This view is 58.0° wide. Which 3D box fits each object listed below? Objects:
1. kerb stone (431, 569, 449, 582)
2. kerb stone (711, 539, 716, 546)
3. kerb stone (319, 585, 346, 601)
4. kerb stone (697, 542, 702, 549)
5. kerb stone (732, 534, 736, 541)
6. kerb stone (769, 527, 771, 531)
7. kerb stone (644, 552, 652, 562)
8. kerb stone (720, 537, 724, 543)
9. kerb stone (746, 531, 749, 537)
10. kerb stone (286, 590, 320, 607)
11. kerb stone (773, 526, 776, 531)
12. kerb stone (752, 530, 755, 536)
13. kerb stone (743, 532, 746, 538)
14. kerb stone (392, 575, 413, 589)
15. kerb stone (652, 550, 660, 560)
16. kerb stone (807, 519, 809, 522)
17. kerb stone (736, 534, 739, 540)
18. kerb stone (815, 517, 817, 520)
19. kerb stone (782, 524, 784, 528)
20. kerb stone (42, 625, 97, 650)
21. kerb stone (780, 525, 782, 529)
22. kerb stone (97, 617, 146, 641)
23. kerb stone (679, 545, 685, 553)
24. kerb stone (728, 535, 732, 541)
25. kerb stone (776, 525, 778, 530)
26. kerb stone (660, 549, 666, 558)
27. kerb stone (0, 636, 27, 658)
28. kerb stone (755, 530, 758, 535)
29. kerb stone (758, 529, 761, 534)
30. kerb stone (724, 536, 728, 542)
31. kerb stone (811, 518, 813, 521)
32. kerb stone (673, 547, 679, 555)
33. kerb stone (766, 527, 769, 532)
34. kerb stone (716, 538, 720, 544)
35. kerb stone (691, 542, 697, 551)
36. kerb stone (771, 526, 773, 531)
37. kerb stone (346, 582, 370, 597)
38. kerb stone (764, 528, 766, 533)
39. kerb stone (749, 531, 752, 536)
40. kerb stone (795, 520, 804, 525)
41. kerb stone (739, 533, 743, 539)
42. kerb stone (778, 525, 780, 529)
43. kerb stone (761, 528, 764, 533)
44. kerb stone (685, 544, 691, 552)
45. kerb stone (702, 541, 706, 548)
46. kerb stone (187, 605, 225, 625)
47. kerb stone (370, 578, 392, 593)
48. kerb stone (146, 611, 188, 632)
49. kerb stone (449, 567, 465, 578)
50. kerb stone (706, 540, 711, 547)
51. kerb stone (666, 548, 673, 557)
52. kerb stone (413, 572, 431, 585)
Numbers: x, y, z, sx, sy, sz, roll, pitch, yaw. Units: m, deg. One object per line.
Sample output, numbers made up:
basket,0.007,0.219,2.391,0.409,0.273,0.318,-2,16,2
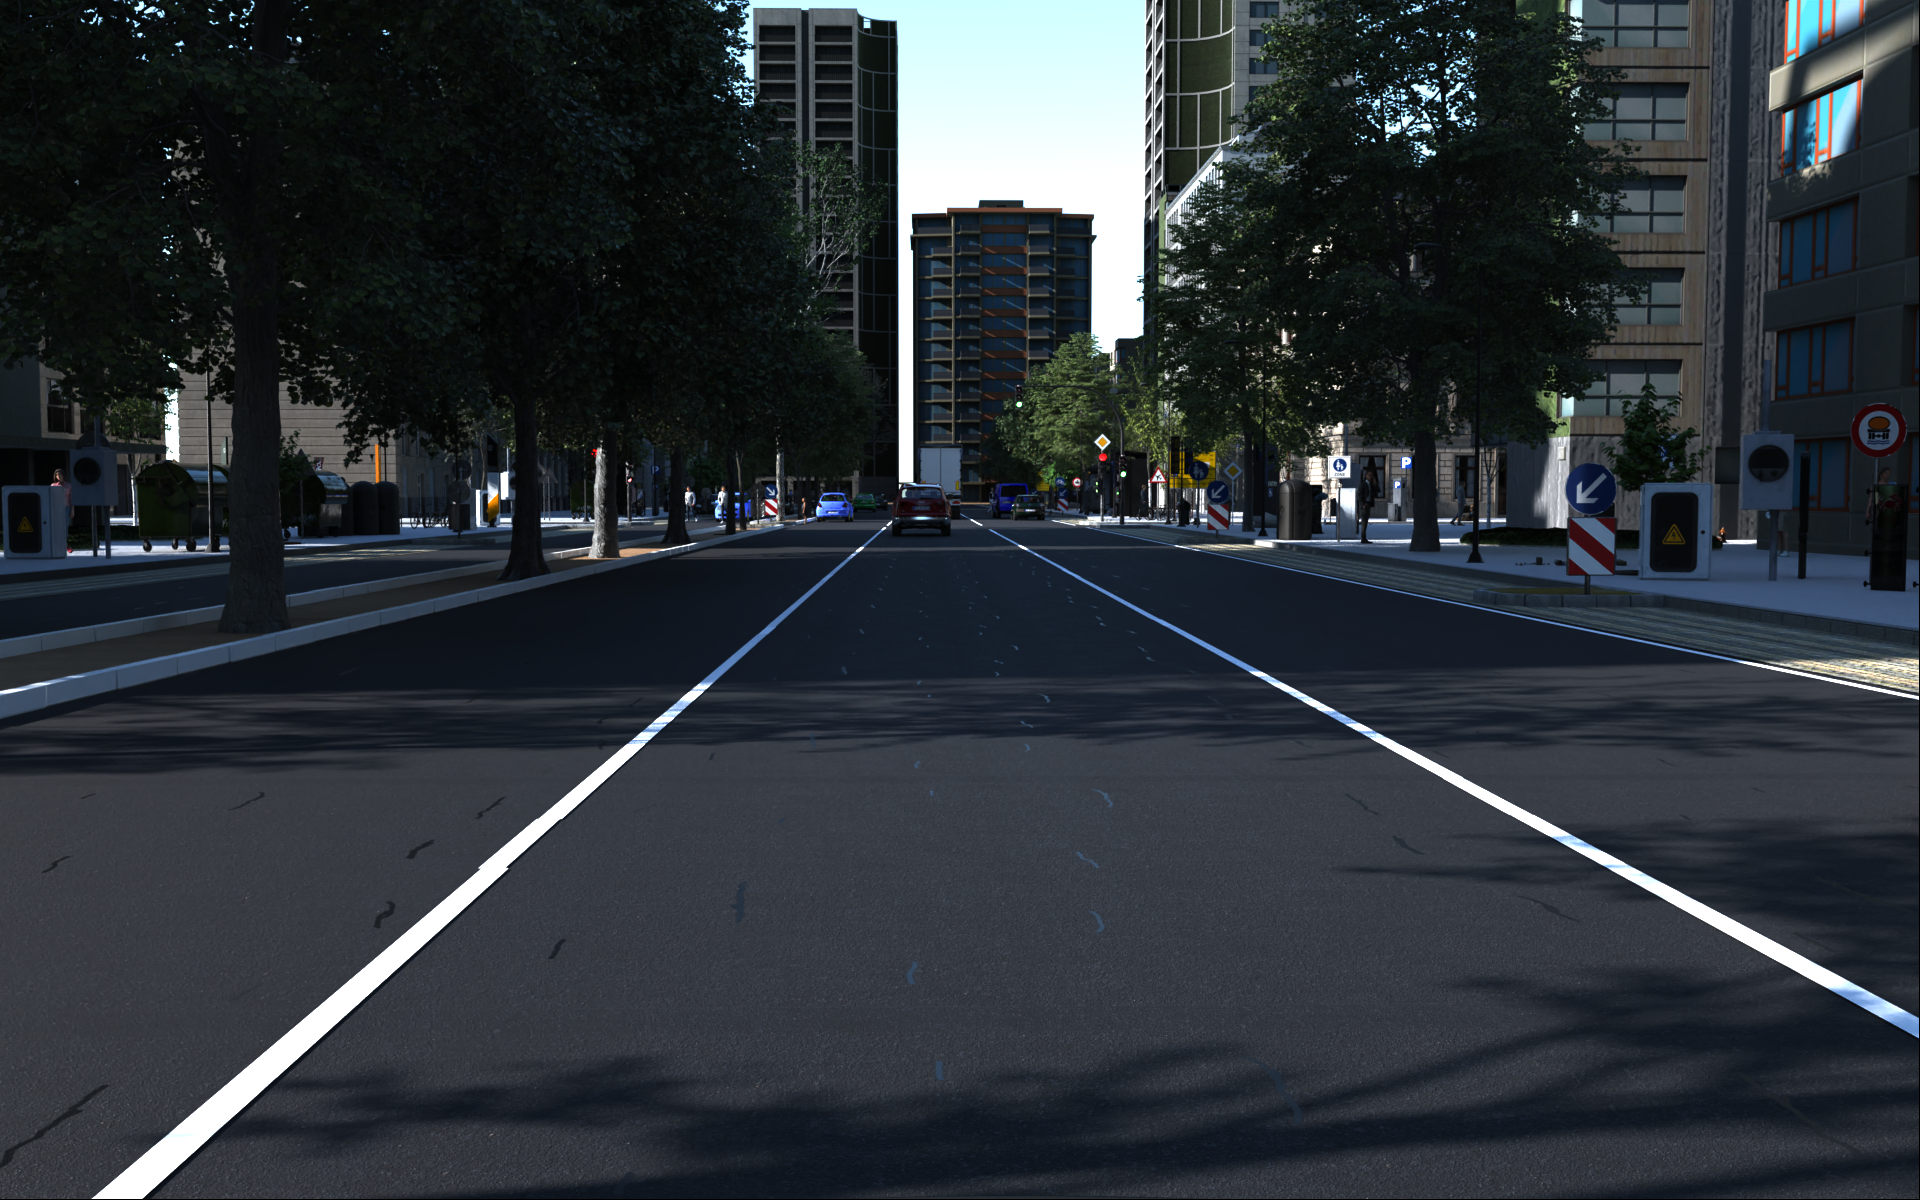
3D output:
kerb stone,-8.651,-0.384,28.492,0.120,0.150,1.000,0,4,-1
kerb stone,-6.952,-1.578,47.997,0.120,0.150,1.000,0,4,-1
kerb stone,-8.550,-0.072,23.369,0.120,0.150,1.000,0,4,-1
kerb stone,-6.893,-1.391,44.932,0.120,0.150,1.000,0,4,-1
kerb stone,-7.067,-1.889,53.105,0.120,0.150,1.000,0,4,-1
kerb stone,-7.333,-2.644,65.425,0.120,0.150,1.000,0,4,-1
kerb stone,-6.730,-0.890,36.744,0.120,0.150,1.000,0,4,-1
kerb stone,-7.002,-1.701,50.040,0.120,0.150,1.000,0,4,-1
kerb stone,-7.151,-2.142,57.214,0.120,0.150,1.000,0,4,-1
kerb stone,-8.521,-0.003,22.348,0.120,0.150,1.000,0,4,-1
kerb stone,-7.377,-2.769,67.469,0.120,0.150,1.000,0,4,-1
kerb stone,-7.201,-2.268,59.272,0.120,0.150,1.000,0,4,-1
kerb stone,-7.136,-2.079,56.192,0.120,0.150,1.000,0,4,-1
kerb stone,-8.607,-0.260,26.445,0.120,0.150,1.000,0,4,-1
kerb stone,-6.743,-0.952,37.766,0.120,0.150,1.000,0,4,-1
kerb stone,-7.770,-3.933,86.500,0.120,0.150,1.000,0,4,-1
kerb stone,-7.089,-1.948,54.135,0.120,0.150,1.000,0,4,-1
kerb stone,-7.901,-4.300,92.657,0.120,0.150,1.000,0,4,-1
kerb stone,-7.456,-3.019,71.559,0.120,0.150,1.000,0,4,-1
kerb stone,-8.398,0.366,16.207,0.120,0.150,1.000,0,4,-1
kerb stone,-7.438,-2.957,70.538,0.120,0.150,1.000,0,4,-1
kerb stone,-8.410,0.304,17.228,0.120,0.150,1.000,0,4,-1
kerb stone,-6.836,-1.202,41.858,0.120,0.150,1.000,0,4,-1
kerb stone,-7.049,-1.819,52.084,0.120,0.150,1.000,0,4,-1
kerb stone,-7.398,-2.832,68.494,0.120,0.150,1.000,0,4,-1
kerb stone,-6.768,-1.015,38.787,0.120,0.150,1.000,0,4,-1
kerb stone,-8.372,0.429,15.185,0.120,0.150,1.000,0,4,-1
kerb stone,-7.228,-2.325,60.294,0.120,0.150,1.000,0,4,-1
kerb stone,-7.242,-2.392,61.321,0.120,0.150,1.000,0,4,-1
kerb stone,-7.029,-1.765,51.062,0.120,0.150,1.000,0,4,-1
kerb stone,-7.844,-4.119,89.579,0.120,0.150,1.000,0,4,-1
kerb stone,-6.814,-1.138,40.835,0.120,0.150,1.000,0,4,-1
kerb stone,-7.307,-2.580,64.396,0.120,0.150,1.000,0,4,-1
kerb stone,-6.979,-1.638,49.018,0.120,0.150,1.000,0,4,-1
kerb stone,-6.870,-1.322,43.907,0.120,0.150,1.000,0,4,-1
kerb stone,-7.357,-2.705,66.447,0.120,0.150,1.000,0,4,-1
kerb stone,-8.565,-0.134,24.391,0.120,0.150,1.000,0,4,-1
kerb stone,-7.284,-2.518,63.371,0.120,0.150,1.000,0,4,-1
kerb stone,-7.175,-2.205,58.245,0.120,0.150,1.000,0,4,-1
kerb stone,-7.711,-3.745,83.434,0.120,0.150,1.000,0,4,-1
kerb stone,-7.106,-2.016,55.171,0.120,0.150,1.000,0,4,-1
kerb stone,-7.424,-2.893,69.516,0.120,0.150,1.000,0,4,-1
kerb stone,-7.258,-2.452,62.348,0.120,0.150,1.000,0,4,-1
kerb stone,-6.854,-1.260,42.885,0.120,0.150,1.000,0,4,-1
kerb stone,-6.922,-1.453,45.953,0.120,0.150,1.000,0,4,-1
kerb stone,-8.459,0.179,19.279,0.120,0.150,1.000,0,4,-1
kerb stone,-8.582,-0.197,25.419,0.120,0.150,1.000,0,4,-1
kerb stone,-8.437,0.241,18.257,0.120,0.150,1.000,0,4,-1
kerb stone,-8.676,-0.448,29.513,0.120,0.150,1.000,0,4,-1
kerb stone,-6.940,-1.514,46.975,0.120,0.150,1.000,0,4,-1
kerb stone,-6.795,-1.077,39.812,0.120,0.150,1.000,0,4,-1
kerb stone,-8.632,-0.323,27.470,0.120,0.150,1.000,0,4,-1
